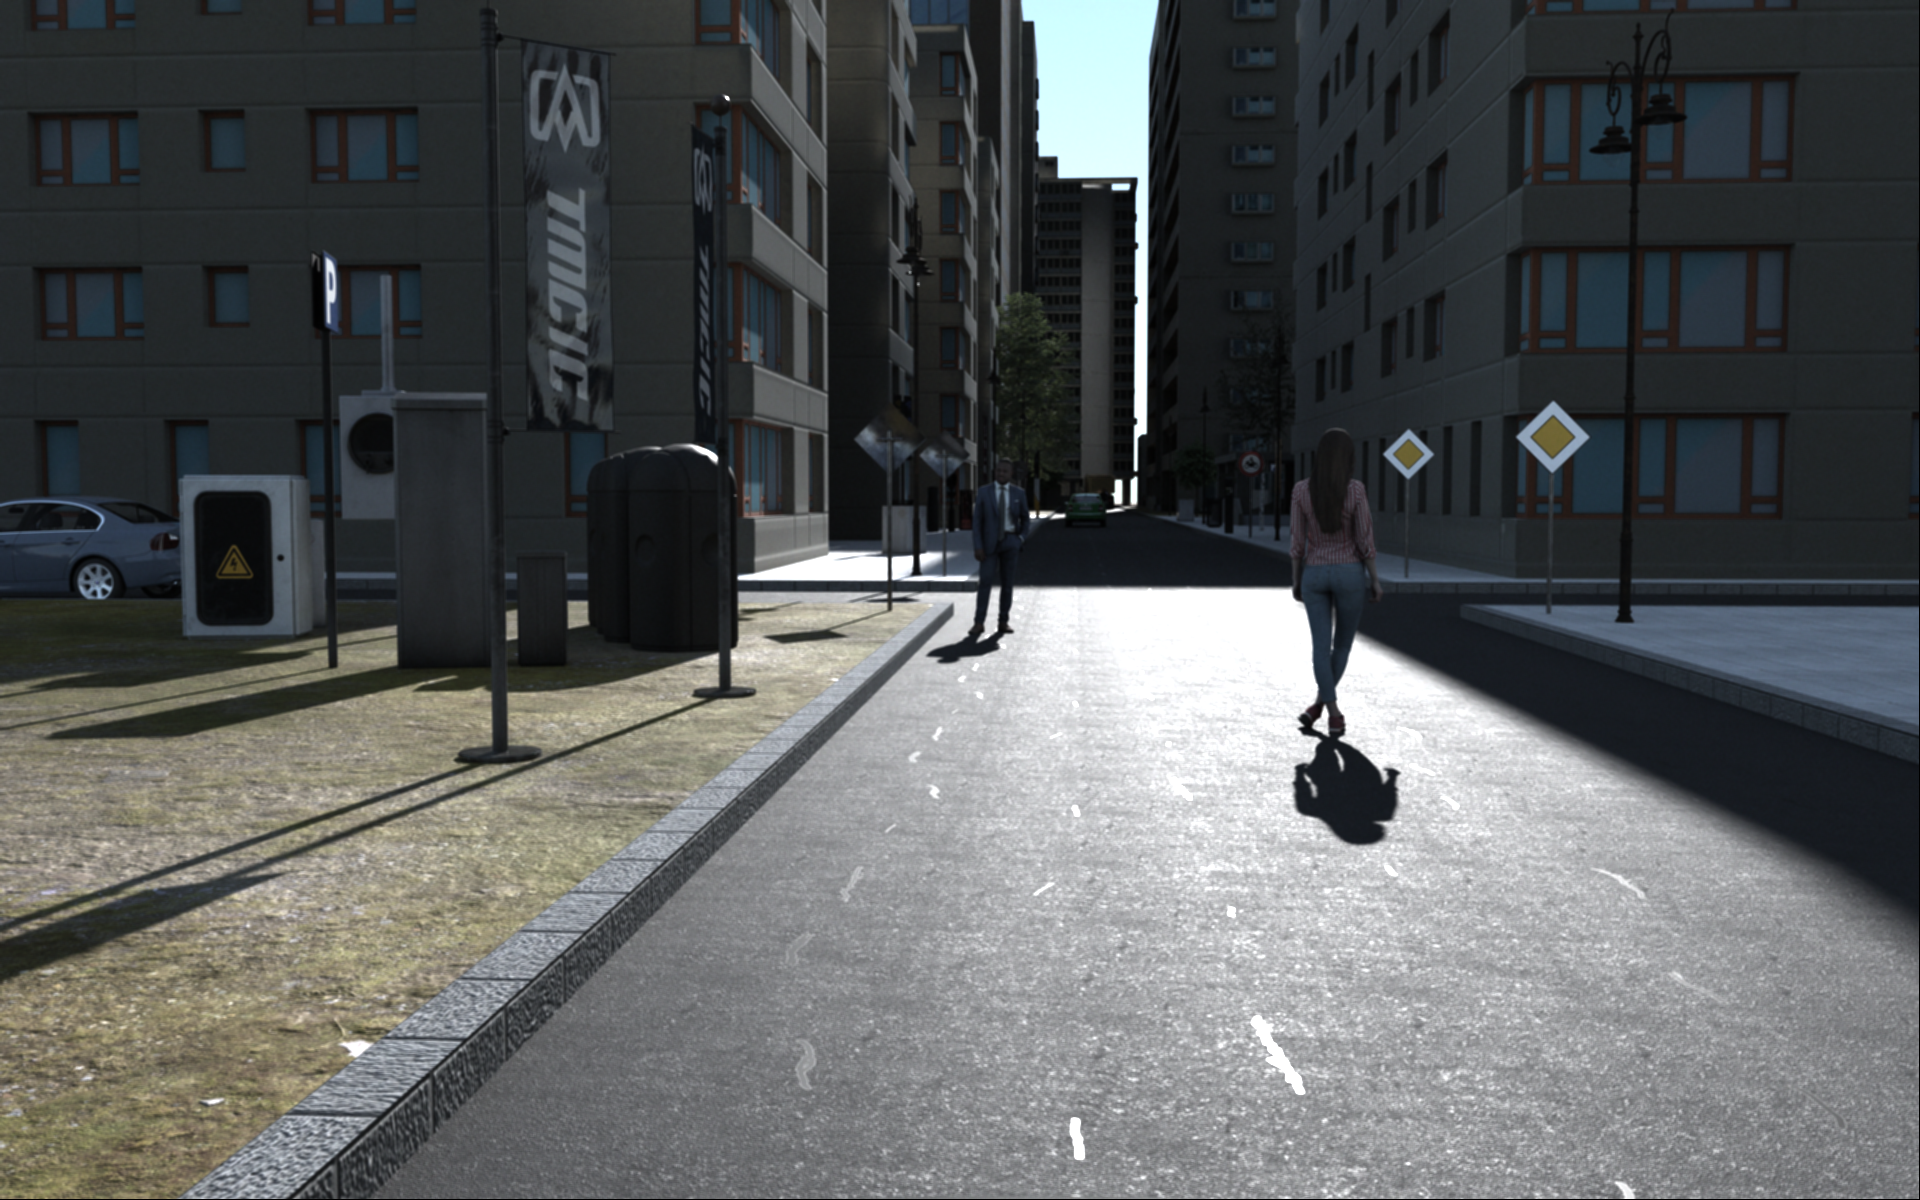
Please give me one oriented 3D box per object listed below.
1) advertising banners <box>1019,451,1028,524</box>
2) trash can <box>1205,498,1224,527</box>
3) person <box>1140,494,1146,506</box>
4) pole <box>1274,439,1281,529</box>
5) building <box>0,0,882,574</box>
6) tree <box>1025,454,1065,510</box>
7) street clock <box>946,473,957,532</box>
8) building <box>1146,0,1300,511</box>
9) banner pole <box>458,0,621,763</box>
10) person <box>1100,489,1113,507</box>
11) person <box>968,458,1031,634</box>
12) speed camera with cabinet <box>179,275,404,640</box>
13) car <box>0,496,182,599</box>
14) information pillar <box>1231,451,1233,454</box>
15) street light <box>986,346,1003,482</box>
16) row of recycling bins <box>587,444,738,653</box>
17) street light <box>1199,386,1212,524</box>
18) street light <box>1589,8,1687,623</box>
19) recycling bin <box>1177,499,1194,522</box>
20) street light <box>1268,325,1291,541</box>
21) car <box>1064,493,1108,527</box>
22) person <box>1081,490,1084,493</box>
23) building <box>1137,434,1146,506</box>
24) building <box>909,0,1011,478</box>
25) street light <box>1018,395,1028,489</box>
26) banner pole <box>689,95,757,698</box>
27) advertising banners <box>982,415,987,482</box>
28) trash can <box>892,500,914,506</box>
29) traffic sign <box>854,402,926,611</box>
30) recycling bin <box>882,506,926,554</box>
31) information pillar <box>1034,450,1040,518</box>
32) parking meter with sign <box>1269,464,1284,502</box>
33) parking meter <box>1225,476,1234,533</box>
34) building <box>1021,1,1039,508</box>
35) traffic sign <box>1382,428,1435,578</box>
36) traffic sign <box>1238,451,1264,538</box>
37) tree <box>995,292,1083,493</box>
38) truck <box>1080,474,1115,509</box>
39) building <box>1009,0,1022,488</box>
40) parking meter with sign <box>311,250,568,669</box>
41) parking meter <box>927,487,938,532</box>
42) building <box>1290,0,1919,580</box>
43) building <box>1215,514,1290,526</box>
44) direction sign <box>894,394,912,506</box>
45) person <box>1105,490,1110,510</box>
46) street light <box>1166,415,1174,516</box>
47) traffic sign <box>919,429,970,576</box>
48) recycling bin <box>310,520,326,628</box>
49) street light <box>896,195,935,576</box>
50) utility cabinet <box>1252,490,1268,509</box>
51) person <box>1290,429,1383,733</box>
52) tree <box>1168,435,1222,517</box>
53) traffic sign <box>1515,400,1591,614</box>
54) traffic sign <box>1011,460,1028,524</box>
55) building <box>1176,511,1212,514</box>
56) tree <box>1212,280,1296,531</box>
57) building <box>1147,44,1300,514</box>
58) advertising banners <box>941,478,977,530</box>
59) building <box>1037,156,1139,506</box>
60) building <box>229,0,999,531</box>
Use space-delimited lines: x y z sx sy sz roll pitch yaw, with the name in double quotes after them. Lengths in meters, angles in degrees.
2.618 -4.582 71.106 0.090 3.025 2.074 0 4 -6 "advertising banners"
9.804 -3.371 66.765 0.748 1.137 0.748 0 3 0 "trash can"
19.408 -10.444 182.517 1.065 1.426 0.557 -2 4 -32 "person"
11.739 -4.289 63.972 0.158 3.312 0.155 0 3 0 "pole"
-16.151 -12.081 42.566 27.650 21.520 28.899 0 4 4 "building"
7.521 -10.237 151.083 4.285 4.588 4.351 0 3 0 "tree"
-0.286 -3.318 58.813 0.358 2.002 0.471 1 4 18 "street clock"
28.914 -33.055 164.154 21.300 48.544 21.600 0 4 4 "building"
-2.058 -1.129 8.476 0.863 3.779 0.401 -3 4 -37 "banner pole"
10.071 -6.902 121.371 1.348 1.821 0.705 -1 4 -23 "person"
0.391 -0.567 17.951 0.721 1.800 0.419 -1 4 -15 "person"
-5.851 -1.294 15.496 2.038 3.252 0.660 0 4 -7 "speed camera with cabinet"
-12.204 -0.673 23.009 4.499 1.417 2.014 0 4 5 "car"
14.857 -6.251 93.552 0.504 3.616 0.183 1 4 12 "information pillar"
1.085 -4.992 54.412 0.468 5.910 1.993 0 4 4 "street light"
-2.783 -0.521 15.638 1.069 1.692 3.534 -1 4 -19 "row of recycling bins"
10.460 -6.198 74.128 0.468 5.910 1.993 0 4 4 "street light"
6.650 -2.714 17.154 0.468 5.910 1.993 0 4 4 "street light"
10.561 -4.194 81.121 0.722 1.027 0.722 0 4 -2 "recycling bin"
8.757 -4.577 47.616 0.468 5.910 1.993 0 4 4 "street light"
5.571 -4.143 76.540 1.959 1.807 4.718 0 4 5 "car"
8.583 -6.858 121.562 0.756 1.711 0.436 -2 4 -31 "person"
35.687 -53.872 193.483 31.000 86.520 22.319 0 4 4 "building"
-4.012 -28.067 109.010 14.600 45.320 14.200 0 4 4 "building"
2.966 -6.623 81.081 0.468 5.910 1.993 0 4 4 "street light"
-1.536 -1.268 10.746 0.401 3.779 0.863 0 4 8 "banner pole"
0.699 -2.643 39.401 0.090 3.025 2.074 1 4 11 "advertising banners"
-1.500 -1.989 44.179 0.748 1.137 0.748 0 3 0 "trash can"
-0.769 -0.939 18.994 0.795 2.450 0.064 0 4 4 "traffic sign"
-1.202 -1.521 37.415 0.722 1.027 0.722 2 4 33 "recycling bin"
4.097 -6.168 92.202 0.183 3.616 0.504 -1 4 -22 "information pillar"
17.049 -5.778 90.729 0.543 3.016 1.738 -3 5 -44 "parking meter with sign"
8.784 -3.107 56.503 0.255 1.863 0.399 1 4 14 "parking meter"
-3.333 -33.203 166.572 21.600 48.544 21.300 0 4 4 "building"
6.837 -1.396 26.474 0.795 2.450 0.064 0 4 4 "traffic sign"
8.557 -3.111 50.973 0.768 2.556 0.104 0 4 5 "traffic sign"
3.125 -10.996 97.914 7.486 12.596 7.792 0 3 0 "tree"
13.374 -10.433 166.503 3.469 3.379 9.791 0 4 2 "truck"
-2.868 -26.888 123.206 14.154 41.232 14.086 0 4 4 "building"
-3.817 -1.014 12.845 1.738 3.016 0.543 -1 4 -10 "parking meter with sign"
-0.916 -3.075 58.686 0.372 1.533 0.369 0 3 0 "parking meter"
23.756 -11.828 38.427 28.899 21.520 27.650 0 4 4 "building"
27.843 -23.432 75.002 32.217 40.220 23.993 0 4 4 "building"
-1.313 -2.921 39.760 0.379 3.537 0.876 2 4 24 "direction sign"
13.133 -8.974 155.094 0.709 1.838 0.599 2 4 29 "person"
12.262 -7.844 101.038 0.468 5.910 1.993 0 4 4 "street light"
-0.240 -1.426 26.962 0.795 2.450 0.064 0 4 4 "traffic sign"
-6.569 -0.259 16.791 0.722 1.027 0.722 -2 4 -25 "recycling bin"
-0.688 -3.326 27.163 0.468 5.910 1.993 0 4 4 "street light"
15.501 -5.001 90.444 1.173 1.500 0.318 -1 4 -18 "utility cabinet"
2.270 -0.119 10.448 0.555 1.821 0.388 1 4 10 "person"
13.089 -6.880 96.200 4.285 4.588 4.351 0 3 0 "tree"
6.309 -0.909 18.506 0.795 2.450 0.064 0 4 4 "traffic sign"
2.185 -3.985 65.259 0.768 2.556 0.104 1 4 13 "traffic sign"
25.143 -30.264 118.521 21.300 48.544 21.600 0 4 4 "building"
10.595 -6.736 60.492 4.360 8.622 3.978 0 3 0 "tree"
31.836 -27.494 141.412 32.217 40.220 23.993 0 4 4 "building"
0.244 -3.997 61.540 2.074 3.025 0.090 0 4 -1 "advertising banners"
8.596 -31.194 201.908 23.993 40.220 32.217 0 4 4 "building"
-12.680 -14.325 79.247 27.650 21.520 28.899 0 4 4 "building"
